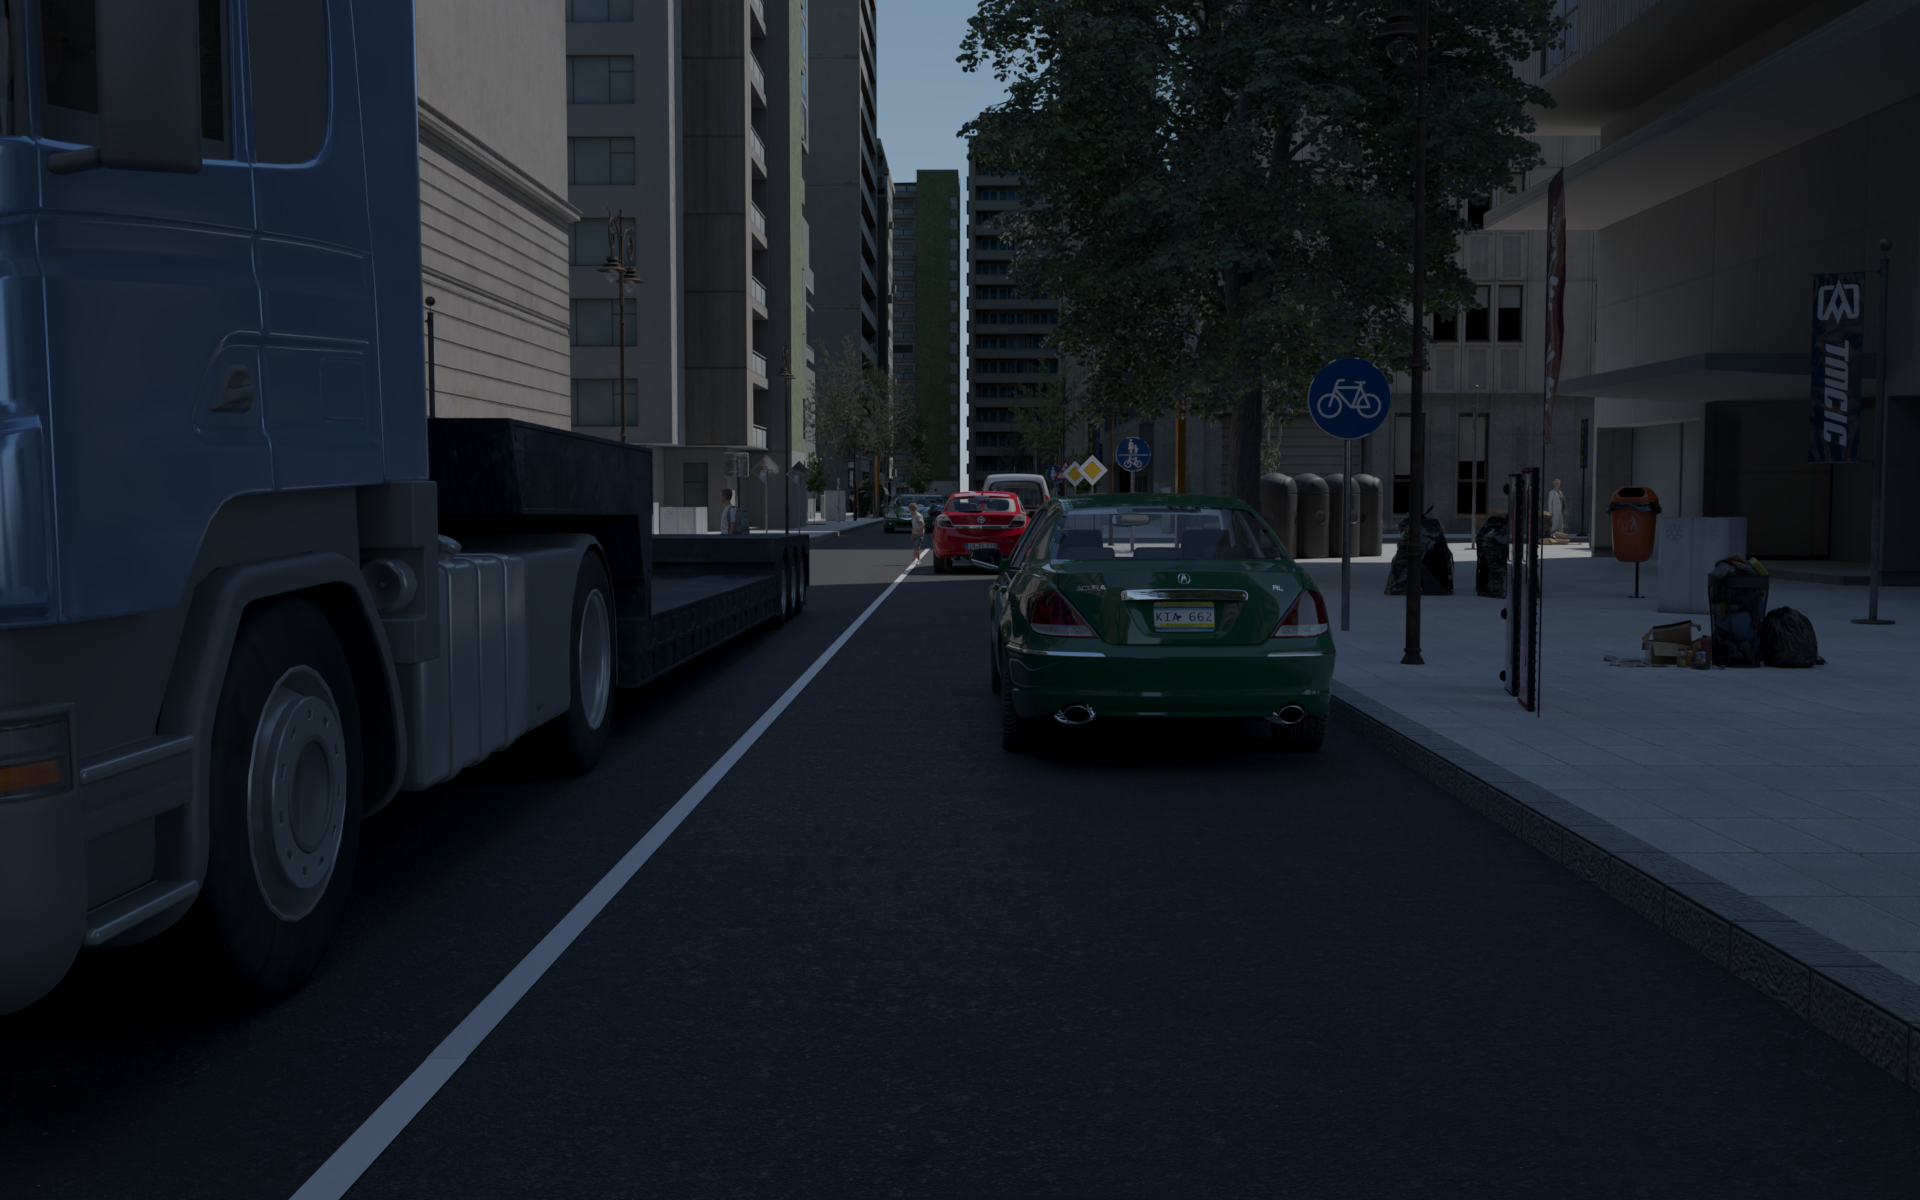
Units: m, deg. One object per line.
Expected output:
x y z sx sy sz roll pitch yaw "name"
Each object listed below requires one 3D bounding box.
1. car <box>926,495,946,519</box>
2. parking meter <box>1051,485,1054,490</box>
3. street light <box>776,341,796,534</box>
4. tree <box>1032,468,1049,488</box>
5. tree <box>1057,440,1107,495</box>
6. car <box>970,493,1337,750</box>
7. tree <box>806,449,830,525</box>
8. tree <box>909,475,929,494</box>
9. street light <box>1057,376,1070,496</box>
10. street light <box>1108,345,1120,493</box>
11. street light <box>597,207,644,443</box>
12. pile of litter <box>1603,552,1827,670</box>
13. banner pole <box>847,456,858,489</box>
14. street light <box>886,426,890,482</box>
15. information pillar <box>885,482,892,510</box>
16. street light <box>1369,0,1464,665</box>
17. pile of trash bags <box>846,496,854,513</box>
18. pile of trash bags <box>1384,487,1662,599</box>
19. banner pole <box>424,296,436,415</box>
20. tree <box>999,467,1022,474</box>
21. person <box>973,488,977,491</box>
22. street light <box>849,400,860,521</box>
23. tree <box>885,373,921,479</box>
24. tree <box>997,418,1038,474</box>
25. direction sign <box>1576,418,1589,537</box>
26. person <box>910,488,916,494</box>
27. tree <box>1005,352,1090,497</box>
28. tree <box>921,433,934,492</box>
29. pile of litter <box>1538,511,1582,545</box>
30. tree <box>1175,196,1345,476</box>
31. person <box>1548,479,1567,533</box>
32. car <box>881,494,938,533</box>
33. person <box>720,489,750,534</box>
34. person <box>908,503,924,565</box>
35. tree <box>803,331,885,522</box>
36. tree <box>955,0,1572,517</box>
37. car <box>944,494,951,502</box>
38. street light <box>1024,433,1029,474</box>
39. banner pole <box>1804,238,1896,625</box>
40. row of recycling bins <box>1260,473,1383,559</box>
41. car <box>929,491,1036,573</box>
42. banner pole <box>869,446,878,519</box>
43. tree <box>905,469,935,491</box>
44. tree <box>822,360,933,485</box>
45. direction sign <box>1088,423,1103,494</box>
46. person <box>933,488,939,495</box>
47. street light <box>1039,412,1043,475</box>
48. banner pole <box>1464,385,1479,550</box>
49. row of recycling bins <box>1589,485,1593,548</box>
-1.519 -4.783 90.202 2.014 1.417 4.499 0 4 2 "car"
5.897 -6.288 108.524 0.399 1.863 0.255 -3 5 -42 "parking meter"
-5.241 -4.864 52.321 0.468 5.910 1.993 0 4 1 "street light"
5.745 -8.221 129.021 1.663 3.219 1.824 0 3 0 "tree"
4.569 -4.148 62.419 1.663 3.219 1.824 0 3 0 "tree"
1.131 0.042 11.116 2.131 1.459 4.920 0 4 0 "car"
-5.992 -4.739 72.091 1.663 3.219 1.824 0 3 0 "tree"
-4.098 -10.942 173.504 1.663 3.219 1.824 0 3 0 "tree"
4.070 -5.821 67.959 0.468 5.910 1.993 0 4 1 "street light"
3.751 -4.282 42.800 0.468 5.910 1.993 0 4 1 "street light"
-5.496 -3.391 28.226 0.468 5.910 1.993 0 4 1 "street light"
5.720 0.052 13.117 1.719 0.858 1.176 1 4 10 "pile of litter"
-6.942 -7.535 113.206 0.863 3.779 0.401 0 4 7 "banner pole"
-4.576 -8.477 111.379 0.468 5.910 1.993 0 4 1 "street light"
-4.212 -5.944 101.672 0.304 2.012 0.304 -2 4 -29 "information pillar"
3.420 -2.454 12.912 0.468 5.910 1.993 0 4 1 "street light"
-6.536 -6.620 117.995 1.912 1.369 3.447 -3 5 -43 "pile of trash bags"
7.061 -0.746 21.944 3.447 1.369 1.912 2 4 33 "pile of trash bags"
-6.825 -1.946 21.828 0.401 3.779 0.863 2 4 31 "banner pole"
5.908 -13.489 204.266 4.285 4.588 4.351 0 3 0 "tree"
0.673 -4.739 86.818 0.643 1.720 0.563 2 4 32 "person"
-4.999 -6.685 82.089 0.468 5.910 1.993 0 4 1 "street light"
-4.705 -9.503 105.741 4.360 8.622 3.978 0 3 0 "tree"
5.388 -13.022 163.268 4.360 8.622 3.978 0 3 0 "tree"
18.840 -3.690 52.325 0.379 3.537 0.876 1 4 8 "direction sign"
-3.011 -6.277 111.102 0.573 1.828 0.580 -3 5 -44 "person"
4.616 -8.366 87.151 4.737 8.622 4.395 0 3 0 "tree"
-4.530 -14.374 185.375 4.360 8.622 3.978 0 3 0 "tree"
14.932 -1.831 43.903 1.719 0.858 1.176 1 4 12 "pile of litter"
7.029 -5.506 40.390 4.360 8.622 3.978 0 3 0 "tree"
16.280 -2.390 47.454 0.818 1.842 0.514 2 4 28 "person"
-1.883 -3.279 65.418 2.131 1.459 4.920 0 4 1 "car"
-3.331 -0.855 25.079 0.503 1.515 0.523 3 5 43 "person"
-0.877 -1.331 34.945 0.352 1.250 0.332 1 4 8 "person"
-5.551 -7.832 78.413 4.360 8.622 3.978 0 3 0 "tree"
4.110 -7.246 25.134 9.857 13.997 8.962 0 3 0 "tree"
-0.923 -10.384 181.775 2.014 1.417 4.499 0 3 0 "car"
4.871 -9.417 126.759 0.468 5.910 1.993 0 4 1 "street light"
8.854 -1.661 17.177 0.863 3.779 0.401 2 4 33 "banner pole"
7.289 -1.702 34.945 3.534 1.692 1.069 -3 4 -39 "row of recycling bins"
0.461 -1.458 32.876 2.155 1.783 4.494 0 4 2 "car"
-4.537 -6.076 89.357 0.401 3.779 0.863 1 4 17 "banner pole"
-4.579 -13.219 199.837 4.285 4.588 4.351 0 3 0 "tree"
-5.301 -11.353 120.036 7.601 10.594 8.767 2 4 28 "tree"
4.278 -3.874 55.330 0.379 3.537 0.876 -1 4 -18 "direction sign"
-1.397 -6.023 107.319 0.599 1.781 0.374 1 4 18 "person"
4.497 -7.612 97.249 0.468 5.910 1.993 0 4 1 "street light"
11.899 -3.064 40.106 0.401 3.779 0.863 1 4 12 "banner pole"
15.343 -1.999 39.802 1.069 1.692 3.534 0 4 2 "row of recycling bins"
